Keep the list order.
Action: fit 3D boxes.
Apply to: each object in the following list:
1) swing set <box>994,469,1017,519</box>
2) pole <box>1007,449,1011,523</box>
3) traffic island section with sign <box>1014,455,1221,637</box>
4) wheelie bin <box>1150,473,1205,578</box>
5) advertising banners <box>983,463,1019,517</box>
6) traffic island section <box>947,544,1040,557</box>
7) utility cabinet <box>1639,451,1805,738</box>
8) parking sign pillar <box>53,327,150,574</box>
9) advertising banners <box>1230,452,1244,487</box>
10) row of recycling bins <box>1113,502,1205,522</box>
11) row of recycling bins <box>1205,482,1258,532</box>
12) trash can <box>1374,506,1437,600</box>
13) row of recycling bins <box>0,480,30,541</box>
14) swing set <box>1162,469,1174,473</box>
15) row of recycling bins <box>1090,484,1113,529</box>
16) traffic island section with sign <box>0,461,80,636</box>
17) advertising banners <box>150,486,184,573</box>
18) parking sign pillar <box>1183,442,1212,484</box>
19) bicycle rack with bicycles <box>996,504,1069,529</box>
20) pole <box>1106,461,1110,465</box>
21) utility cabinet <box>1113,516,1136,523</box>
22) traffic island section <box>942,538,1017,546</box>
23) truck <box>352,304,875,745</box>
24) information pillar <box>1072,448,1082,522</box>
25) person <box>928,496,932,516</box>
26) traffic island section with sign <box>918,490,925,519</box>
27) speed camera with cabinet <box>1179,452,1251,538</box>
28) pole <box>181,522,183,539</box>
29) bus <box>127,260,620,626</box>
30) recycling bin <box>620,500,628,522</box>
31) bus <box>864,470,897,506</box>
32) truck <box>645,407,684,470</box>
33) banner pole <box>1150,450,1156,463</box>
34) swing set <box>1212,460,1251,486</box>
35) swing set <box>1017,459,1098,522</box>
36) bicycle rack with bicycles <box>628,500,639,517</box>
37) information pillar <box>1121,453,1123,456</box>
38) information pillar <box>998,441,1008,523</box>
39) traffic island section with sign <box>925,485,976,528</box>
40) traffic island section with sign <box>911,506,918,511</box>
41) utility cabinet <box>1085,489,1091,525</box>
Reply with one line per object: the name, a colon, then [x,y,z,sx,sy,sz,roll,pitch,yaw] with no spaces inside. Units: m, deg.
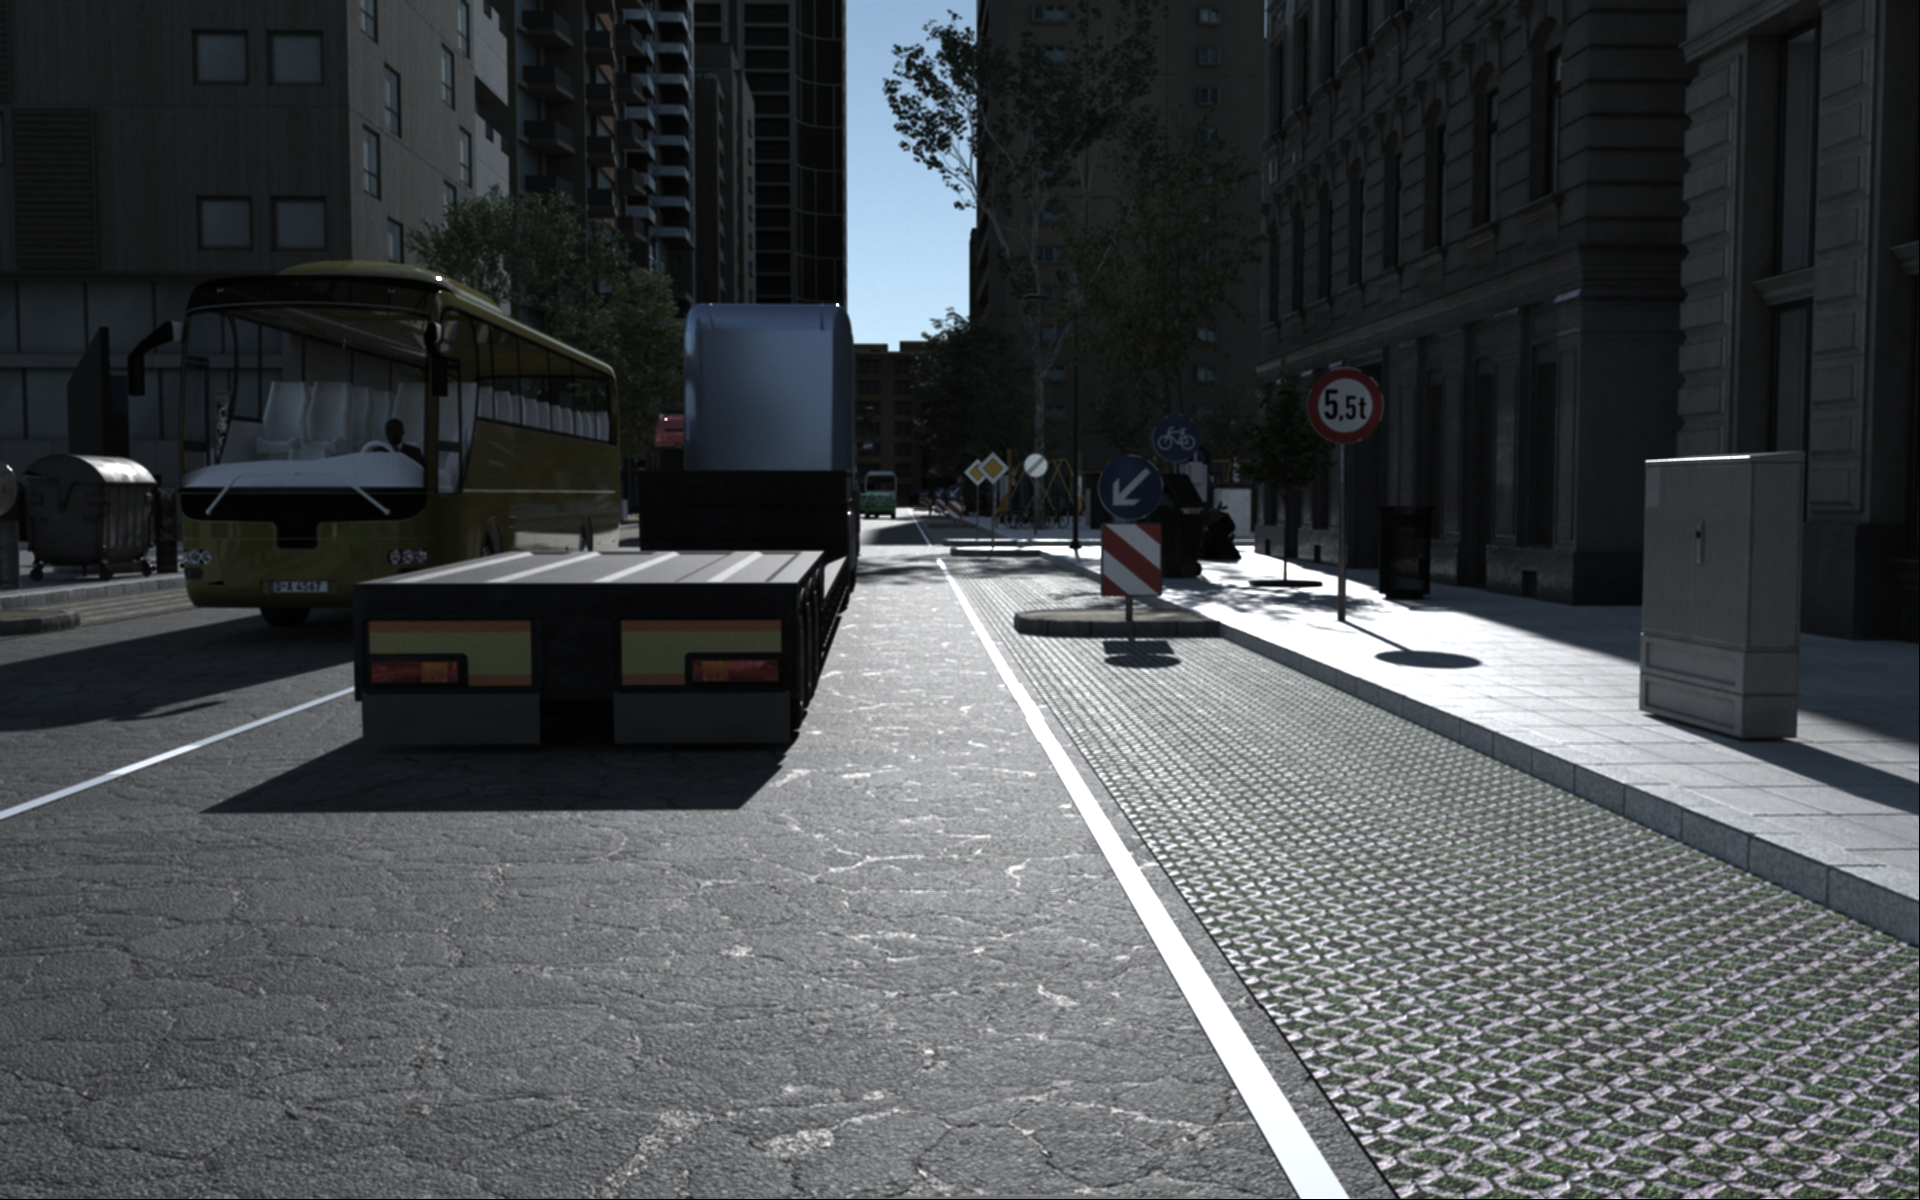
swing set: [3.158,-5.265,83.704,2.862,2.851,3.119,0,4,-6]
pole: [2.208,-5.133,77.760,0.158,3.312,0.155,0,3,0]
traffic island section with sign: [1.590,-0.589,18.250,1.989,1.847,2.006,0,4,-2]
wheelie bin: [3.292,-1.149,26.700,0.693,1.594,0.980,3,5,44]
advertising banners: [2.298,-6.197,97.513,2.074,3.025,0.090,1,4,16]
traffic island section: [0.797,-1.133,40.800,2.009,0.180,2.903,0,4,-2]
utility cabinet: [4.136,-0.050,9.491,0.318,1.500,1.173,0,4,-4]
parking sign pillar: [-14.179,-2.449,28.512,1.447,3.967,1.447,3,5,40]
advertising banners: [10.304,-4.472,69.300,2.074,3.025,0.090,1,4,12]
row of recycling bins: [7.428,-3.354,61.944,3.534,1.692,1.069,0,4,-7]
row of recycling bins: [10.351,-3.188,59.243,3.534,1.692,1.069,-1,4,-10]
trash can: [5.460,-0.587,21.245,0.748,1.137,0.748,0,3,0]
row of recycling bins: [-24.610,-2.465,47.422,3.534,1.692,1.069,0,4,-3]
swing set: [14.086,-6.827,109.238,3.119,2.851,2.862,2,4,34]
row of recycling bins: [5.984,-3.525,64.742,1.069,1.692,3.534,3,4,37]
traffic island section with sign: [-10.431,-0.578,18.078,1.989,1.847,2.006,0,4,-2]
advertising banners: [-12.767,-2.001,28.899,0.090,3.025,2.074,1,4,15]
parking sign pillar: [10.316,-5.315,75.378,1.447,3.967,1.447,-3,5,-41]
bicycle rack with bicycles: [2.722,-3.133,64.612,2.925,0.926,2.852,-1,4,-22]
pole: [9.032,-6.852,105.873,0.158,3.312,0.155,0,3,0]
utility cabinet: [3.124,-1.487,32.987,0.318,1.500,1.173,1,4,12]
traffic island section: [0.517,-1.621,48.780,2.009,0.180,2.903,0,4,-2]
truck: [-2.485,-1.774,18.766,2.967,4.110,18.799,0,4,-2]
information pillar: [5.479,-5.470,80.791,0.504,3.616,0.183,-3,5,-39]
person: [-1.911,-5.985,110.595,0.306,1.304,0.590,1,4,15]
traffic island section with sign: [-1.300,-5.633,100.724,1.989,1.847,2.006,0,4,-2]
speed camera with cabinet: [7.470,-3.446,50.685,2.038,3.252,0.660,-1,4,-12]
pole: [-21.833,-3.358,48.740,0.158,3.312,0.155,0,3,0]
bus: [-6.512,-1.869,22.110,2.896,3.916,12.252,0,4,-3]
recycling bin: [-15.816,-4.134,80.147,0.722,1.027,0.722,0,4,4]
bus: [-6.685,-9.241,145.952,2.948,3.499,13.247,0,4,-3]
truck: [-8.613,-4.233,58.128,2.839,4.237,11.283,0,4,-4]
banner pole: [11.613,-6.948,103.619,0.401,3.779,0.863,2,4,24]
swing set: [12.466,-5.066,80.443,3.119,2.851,2.862,1,4,21]
swing set: [4.368,-4.911,77.923,2.862,2.851,3.119,0,4,-8]
bicycle rack with bicycles: [-17.252,-5.140,97.422,2.925,0.926,2.852,3,5,44]
information pillar: [9.304,-6.642,99.949,0.183,3.616,0.504,-1,4,-21]
information pillar: [1.911,-5.180,76.044,0.183,3.616,0.504,-3,5,-41]
traffic island section with sign: [-0.360,-3.985,73.785,1.989,1.847,2.006,0,4,-2]
traffic island section with sign: [-3.092,-8.743,151.574,1.989,1.847,2.006,0,4,-2]
utility cabinet: [5.406,-3.862,71.828,0.318,1.500,1.173,1,4,10]
